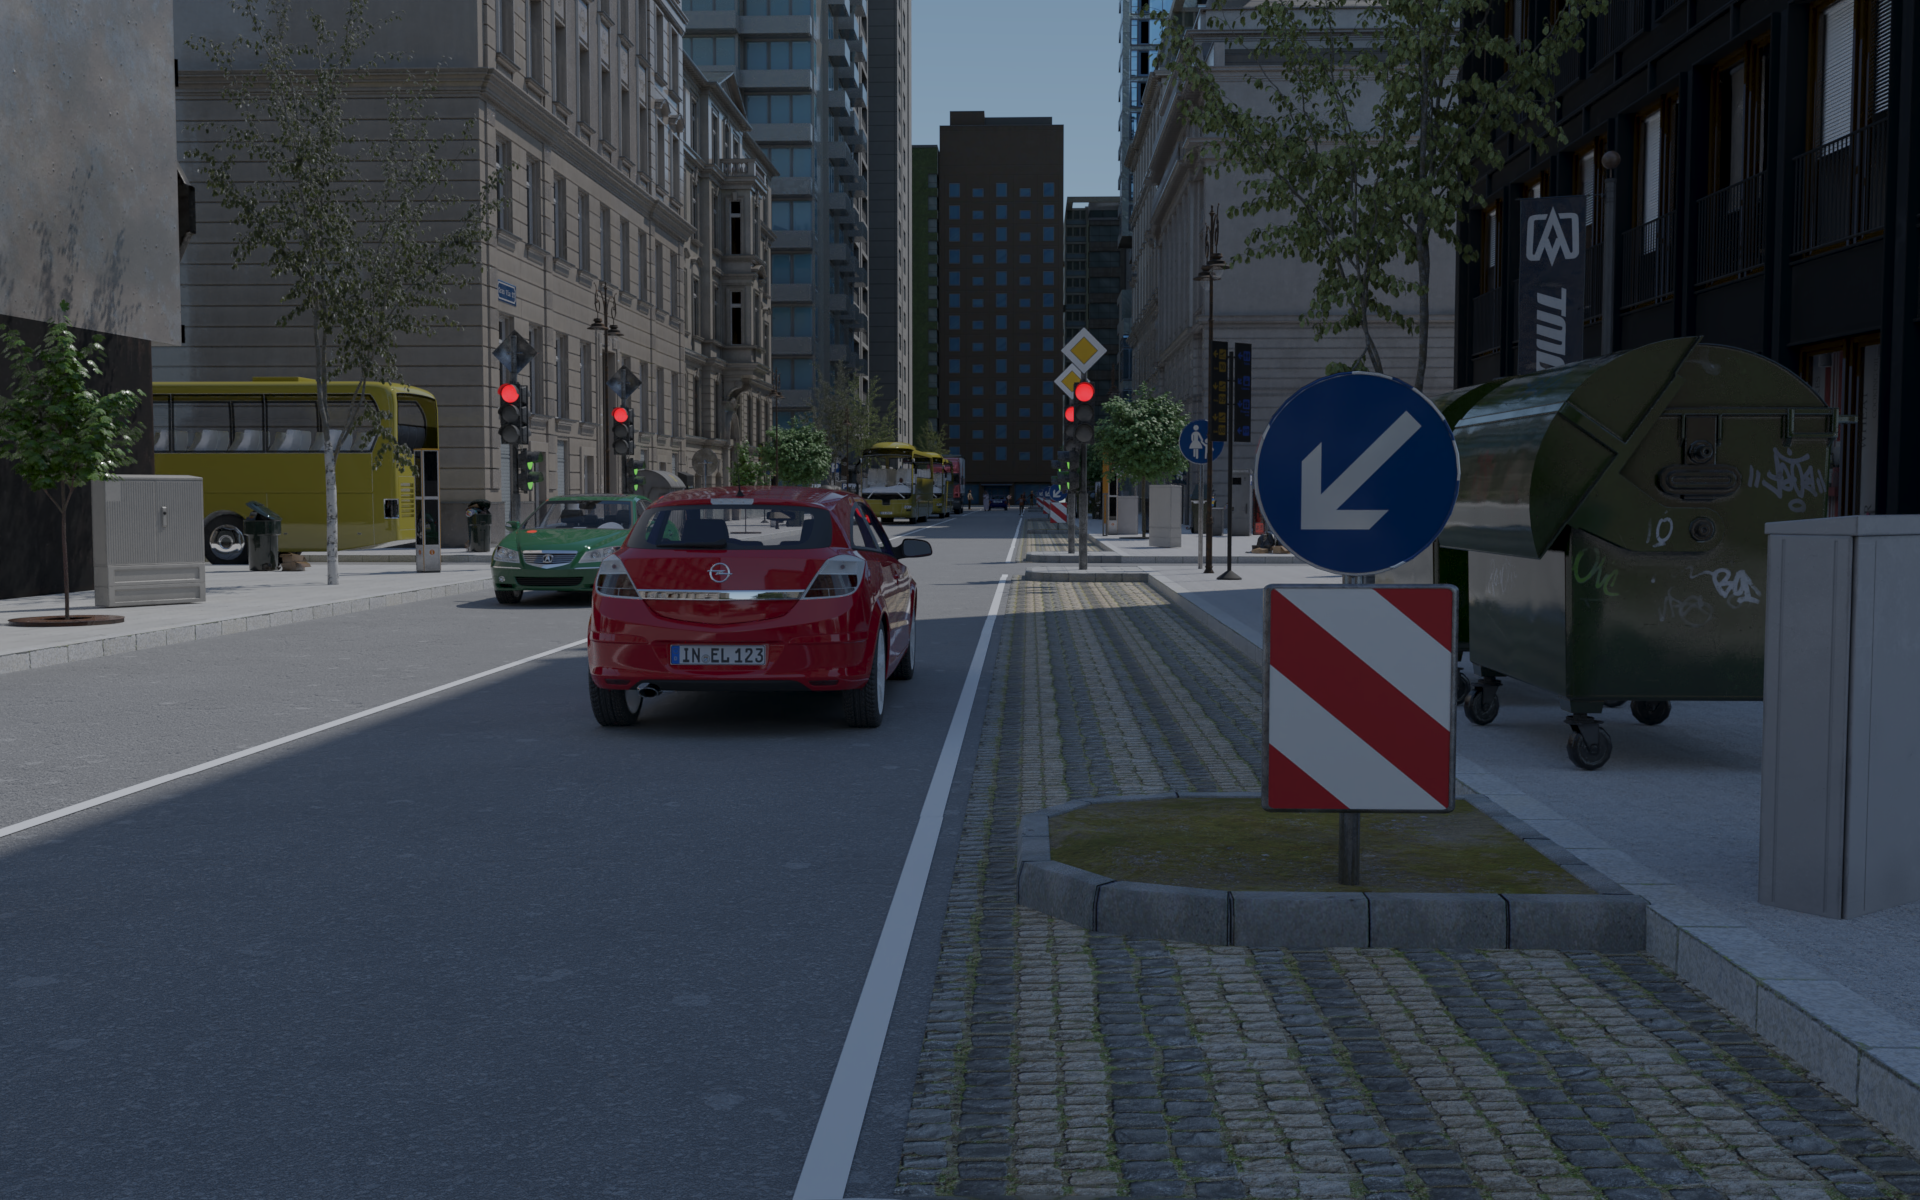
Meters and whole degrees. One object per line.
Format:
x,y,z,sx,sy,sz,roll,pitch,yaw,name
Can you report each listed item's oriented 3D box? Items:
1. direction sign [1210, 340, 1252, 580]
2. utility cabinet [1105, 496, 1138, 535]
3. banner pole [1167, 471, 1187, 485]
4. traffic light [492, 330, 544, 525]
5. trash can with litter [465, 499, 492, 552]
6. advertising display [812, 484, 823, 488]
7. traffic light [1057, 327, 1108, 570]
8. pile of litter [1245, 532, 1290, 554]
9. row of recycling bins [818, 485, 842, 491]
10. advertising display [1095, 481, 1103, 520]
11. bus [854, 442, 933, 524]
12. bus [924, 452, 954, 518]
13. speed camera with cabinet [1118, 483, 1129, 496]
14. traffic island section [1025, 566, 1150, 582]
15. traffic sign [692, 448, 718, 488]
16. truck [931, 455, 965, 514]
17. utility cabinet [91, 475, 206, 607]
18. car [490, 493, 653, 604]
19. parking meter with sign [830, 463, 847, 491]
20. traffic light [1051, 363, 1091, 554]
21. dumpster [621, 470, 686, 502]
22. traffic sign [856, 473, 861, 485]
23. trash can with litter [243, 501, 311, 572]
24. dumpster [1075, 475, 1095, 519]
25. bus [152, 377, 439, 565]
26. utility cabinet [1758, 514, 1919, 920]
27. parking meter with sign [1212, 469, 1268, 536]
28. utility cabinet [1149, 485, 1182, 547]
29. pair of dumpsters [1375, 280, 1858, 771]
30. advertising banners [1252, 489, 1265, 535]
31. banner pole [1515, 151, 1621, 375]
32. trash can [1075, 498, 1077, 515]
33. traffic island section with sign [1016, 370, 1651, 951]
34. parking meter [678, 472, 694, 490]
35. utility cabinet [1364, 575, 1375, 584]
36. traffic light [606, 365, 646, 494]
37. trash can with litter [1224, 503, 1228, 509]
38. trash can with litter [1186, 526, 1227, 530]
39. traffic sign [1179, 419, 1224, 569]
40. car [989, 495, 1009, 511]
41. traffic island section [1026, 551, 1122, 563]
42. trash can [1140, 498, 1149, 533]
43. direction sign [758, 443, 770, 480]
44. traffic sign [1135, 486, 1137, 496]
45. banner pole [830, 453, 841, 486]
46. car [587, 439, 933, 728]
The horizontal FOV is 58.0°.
4.039,-2.072,25.879,0.876,3.537,0.379,-3,5,-40,direction sign
5.099,-2.660,54.655,1.020,1.237,0.306,0,4,1,utility cabinet
7.428,-4.268,59.801,0.863,3.779,0.401,1,4,9,banner pole
-7.586,-2.489,29.620,0.839,4.253,0.868,0,4,2,traffic light
-10.752,-1.649,38.347,0.624,1.170,1.055,-2,4,-31,trash can with litter
-8.816,-6.165,106.017,0.974,1.923,0.123,3,4,36,advertising display
2.068,-2.467,29.256,0.839,4.253,0.868,0,4,2,traffic light
7.065,-1.437,37.468,1.719,0.858,1.176,1,4,16,pile of litter
-6.065,-4.535,81.258,1.069,1.692,3.534,0,4,3,row of recycling bins
6.971,-5.002,86.995,0.123,1.923,0.974,-1,4,-13,advertising display
-3.042,-5.757,85.680,2.896,3.916,12.252,0,4,4,bus
-1.934,-6.942,105.045,2.896,3.916,12.252,0,4,2,bus
7.202,-5.199,79.334,0.660,3.252,2.038,1,4,21,speed camera with cabinet
2.108,-0.433,29.368,2.009,0.180,2.903,0,4,2,traffic island section
-7.131,-2.954,48.398,0.768,2.556,0.104,1,4,8,traffic sign
-1.024,-8.361,125.622,2.839,4.237,11.283,0,4,2,truck
-9.302,-0.686,19.895,0.318,1.500,1.173,2,4,35,utility cabinet
-5.095,-0.755,24.142,2.131,1.459,4.920,0,4,2,car
-6.556,-6.094,95.906,0.543,3.016,1.738,-2,4,-32,parking meter with sign
2.384,-2.955,37.235,0.839,4.253,0.868,0,4,2,traffic light
-7.461,-2.226,42.147,1.264,1.857,1.865,0,4,2,dumpster
-5.680,-6.181,101.163,0.768,2.556,0.104,1,4,8,traffic sign
-11.385,-1.072,28.910,1.055,1.170,0.624,0,4,4,trash can with litter
6.632,-5.377,90.411,1.502,2.255,1.985,0,4,2,dumpster
-16.638,-2.593,33.942,12.252,3.916,2.896,0,4,2,bus
2.986,0.341,5.583,1.020,1.237,0.306,-2,4,-35,utility cabinet
8.526,-3.456,52.771,1.738,3.016,0.543,1,4,19,parking meter with sign
4.936,-2.013,41.585,0.318,1.500,1.173,-1,4,-19,utility cabinet
3.412,-0.457,9.963,1.574,2.255,4.437,0,4,2,pair of dumpsters
9.316,-3.539,54.055,2.074,3.025,0.090,-2,4,-32,advertising banners
4.538,-1.396,12.837,0.863,3.779,0.401,1,4,21,banner pole
6.959,-5.472,101.115,0.748,1.137,0.748,0,3,0,trash can
1.207,0.138,6.379,1.989,1.847,2.006,0,4,2,traffic island section with sign
-7.106,-2.401,44.975,0.399,1.863,0.255,3,4,37,parking meter
5.434,-0.814,21.983,1.173,1.500,0.318,-3,4,-38,utility cabinet
-7.270,-2.977,37.599,0.839,4.253,0.868,0,4,2,traffic light
9.107,-2.768,56.643,0.624,1.170,1.055,2,4,32,trash can with litter
8.710,-3.149,62.547,1.678,1.210,2.233,0,4,1,trash can with litter
4.120,-1.804,29.608,0.768,2.556,0.104,0,4,8,traffic sign
3.293,-8.511,151.729,1.945,1.354,3.894,0,4,0,car
2.424,-0.921,37.347,2.009,0.180,2.903,0,4,2,traffic island section
6.312,-2.787,57.223,0.748,1.137,0.748,0,3,0,trash can
-8.710,-5.209,77.158,0.379,3.537,0.876,-3,5,-42,direction sign
5.616,-3.374,55.271,0.768,2.556,0.104,1,4,10,traffic sign
-7.091,-6.593,97.808,0.863,3.779,0.401,0,4,0,banner pole
-1.296,-0.189,12.138,2.155,1.783,4.494,0,4,2,car
